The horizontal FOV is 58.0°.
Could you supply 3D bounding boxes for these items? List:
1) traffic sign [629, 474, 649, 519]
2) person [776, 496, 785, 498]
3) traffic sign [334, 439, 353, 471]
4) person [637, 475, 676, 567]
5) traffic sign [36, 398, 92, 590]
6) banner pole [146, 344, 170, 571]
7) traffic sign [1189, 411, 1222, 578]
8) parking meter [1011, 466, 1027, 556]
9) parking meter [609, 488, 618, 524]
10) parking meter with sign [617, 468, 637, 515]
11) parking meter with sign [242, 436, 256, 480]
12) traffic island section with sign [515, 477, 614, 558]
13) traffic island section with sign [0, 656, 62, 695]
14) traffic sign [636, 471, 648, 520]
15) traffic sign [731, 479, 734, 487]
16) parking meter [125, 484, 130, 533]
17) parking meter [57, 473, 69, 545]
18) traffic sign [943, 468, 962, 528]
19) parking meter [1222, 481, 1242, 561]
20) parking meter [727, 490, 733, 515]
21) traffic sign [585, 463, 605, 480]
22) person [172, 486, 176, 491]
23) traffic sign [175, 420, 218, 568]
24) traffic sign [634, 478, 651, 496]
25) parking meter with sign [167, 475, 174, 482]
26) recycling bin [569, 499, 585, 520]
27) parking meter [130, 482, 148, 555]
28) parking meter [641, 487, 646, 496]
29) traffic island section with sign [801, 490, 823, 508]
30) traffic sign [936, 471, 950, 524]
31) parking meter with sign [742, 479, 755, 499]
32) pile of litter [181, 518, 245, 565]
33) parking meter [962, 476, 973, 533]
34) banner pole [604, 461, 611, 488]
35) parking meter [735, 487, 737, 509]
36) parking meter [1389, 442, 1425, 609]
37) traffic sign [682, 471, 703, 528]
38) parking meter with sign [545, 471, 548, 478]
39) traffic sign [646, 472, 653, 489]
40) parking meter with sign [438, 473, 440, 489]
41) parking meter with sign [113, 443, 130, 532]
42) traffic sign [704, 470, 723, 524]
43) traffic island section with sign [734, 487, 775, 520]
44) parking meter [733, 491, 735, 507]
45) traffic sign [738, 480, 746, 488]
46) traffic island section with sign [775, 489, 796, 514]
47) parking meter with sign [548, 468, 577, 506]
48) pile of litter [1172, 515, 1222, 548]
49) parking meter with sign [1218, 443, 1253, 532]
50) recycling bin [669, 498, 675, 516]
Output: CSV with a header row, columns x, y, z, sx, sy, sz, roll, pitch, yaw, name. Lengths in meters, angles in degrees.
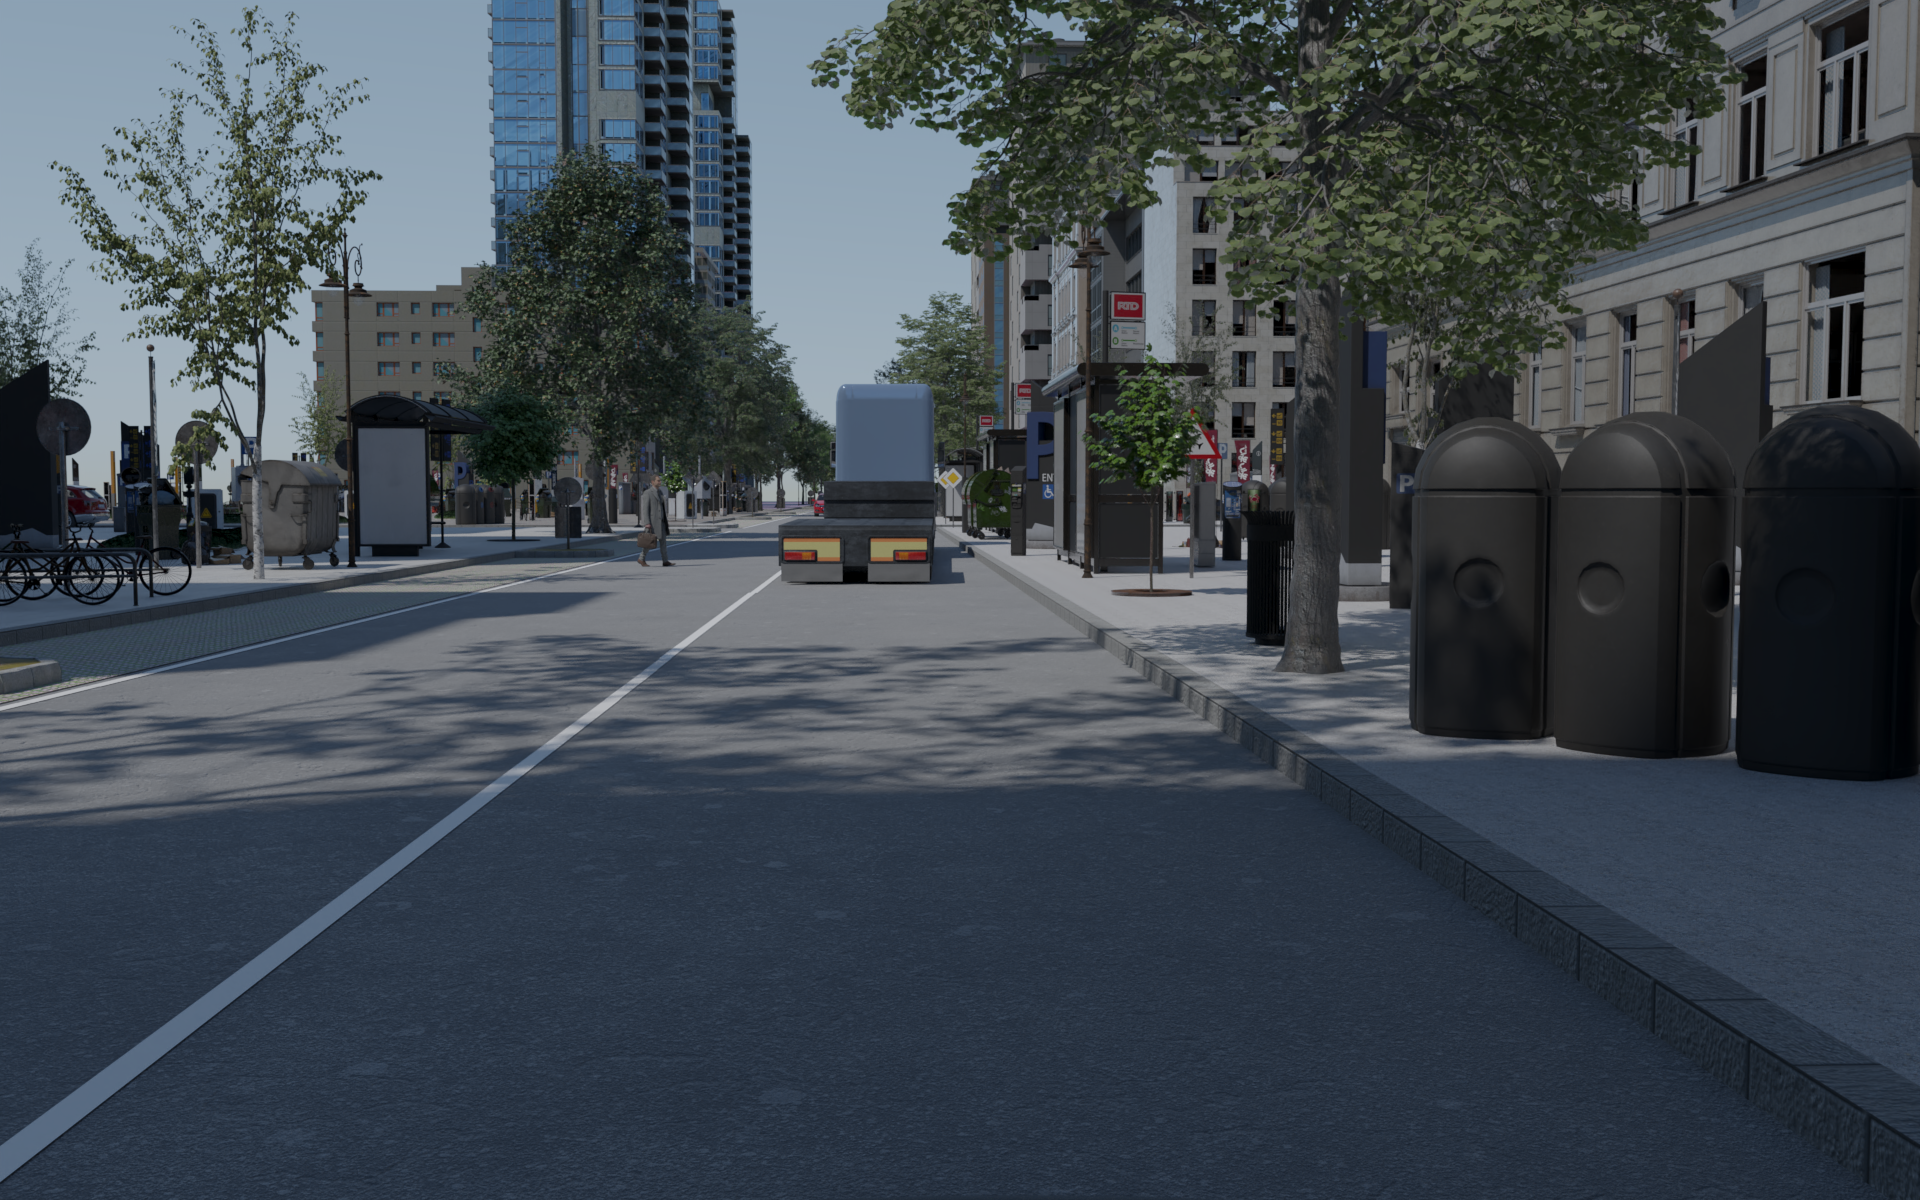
x,y,z,sx,sy,sz,roll,pitch,yaw,name
-14.202,-4.686,76.627,0.884,2.594,0.081,0,4,5,traffic sign
-23.488,-13.298,226.653,1.217,1.736,0.721,0,4,-6,person
-13.767,-2.387,39.141,0.768,2.556,0.104,0,4,6,traffic sign
-5.991,-1.563,34.160,0.767,1.812,0.694,2,4,27,person
-11.905,-1.401,23.012,0.768,2.556,0.104,0,4,5,traffic sign
-13.398,-2.374,28.828,0.401,3.779,0.863,-2,4,-30,banner pole
3.528,-1.609,26.316,0.884,2.594,0.081,0,4,5,traffic sign
1.215,-1.848,35.933,0.255,1.863,0.399,1,4,17,parking meter
-14.987,-4.062,74.826,0.372,1.533,0.369,0,3,0,parking meter
-21.035,-6.880,108.757,0.543,3.016,1.738,3,4,37,parking meter with sign
-21.623,-3.487,53.276,0.543,3.016,1.738,-1,4,-13,parking meter with sign
-8.978,-1.891,39.553,1.989,1.847,2.006,0,4,-3,traffic island section with sign
-7.803,-0.244,12.623,1.989,1.847,2.006,0,4,-3,traffic island section with sign
-15.576,-5.157,84.419,0.768,2.556,0.104,0,4,3,traffic sign
-18.238,-8.355,136.703,0.768,2.556,0.104,0,4,1,traffic sign
-20.792,-2.152,43.593,0.372,1.533,0.369,0,3,0,parking meter
-22.755,-2.326,43.738,0.399,1.863,0.255,-2,4,-30,parking meter
-0.261,-3.805,65.855,0.795,2.450,0.064,0,4,-3,traffic sign
5.247,-1.528,33.397,0.372,1.533,0.369,0,3,0,parking meter
-14.440,-6.027,106.954,0.372,1.533,0.369,0,3,0,parking meter
-13.617,-3.947,64.634,0.768,2.556,0.104,0,4,5,traffic sign
-30.512,-3.545,67.136,0.731,1.740,0.598,0,4,8,person
-13.176,-1.823,29.908,0.768,2.556,0.104,0,4,3,traffic sign
-16.050,-5.355,87.561,0.884,2.594,0.081,0,4,6,traffic sign
-65.490,-9.013,143.624,0.543,3.016,1.738,-2,4,-27,parking meter with sign
-19.128,-4.499,86.114,0.722,1.027,0.722,-3,4,-37,recycling bin
-17.125,-1.709,36.349,0.372,1.533,0.369,0,3,0,parking meter
-25.582,-8.217,140.053,0.255,1.863,0.399,-3,5,-43,parking meter
-14.877,-10.081,173.446,1.989,1.847,2.006,0,4,-3,traffic island section with sign
-0.612,-4.293,73.832,0.795,2.450,0.064,0,4,-3,traffic sign
-18.204,-9.262,147.691,1.738,3.016,0.543,-2,4,-30,parking meter with sign
-13.800,-1.106,32.044,1.176,0.858,1.719,0,4,2,pile of litter
0.274,-3.143,57.105,0.399,1.863,0.255,-1,4,-12,parking meter
-15.780,-5.335,77.250,0.863,3.779,0.401,2,4,35,banner pole
-18.750,-8.538,145.308,0.255,1.863,0.399,0,4,4,parking meter
5.033,-0.835,19.368,0.399,1.863,0.255,2,4,30,parking meter
-10.096,-3.780,65.444,0.795,2.450,0.064,0,4,-3,traffic sign
-30.837,-8.308,132.101,1.738,3.016,0.543,3,4,37,parking meter with sign
-15.950,-5.360,88.820,0.795,2.450,0.064,0,3,0,traffic sign
-42.710,-8.891,141.630,0.543,3.016,1.738,-1,4,-10,parking meter with sign
-28.409,-3.833,58.938,0.543,3.016,1.738,-1,4,-12,parking meter with sign
-10.448,-4.268,73.421,0.795,2.450,0.064,0,4,-3,traffic sign
-11.481,-5.353,96.150,1.989,1.847,2.006,0,4,-3,traffic island section with sign
-19.461,-8.552,148.237,0.372,1.533,0.369,0,3,0,parking meter
-18.499,-8.943,146.318,0.768,2.556,0.104,0,4,2,traffic sign
-12.667,-7.000,123.079,1.989,1.847,2.006,0,4,-3,traffic island section with sign
-26.952,-7.441,117.928,1.738,3.016,0.543,0,4,-6,parking meter with sign
5.872,-1.693,41.650,1.176,0.858,1.719,-2,4,-27,pile of litter
9.485,-3.803,58.437,0.543,3.016,1.738,-3,5,-44,parking meter with sign
-16.970,-5.580,103.783,0.722,1.027,0.722,3,5,42,recycling bin
